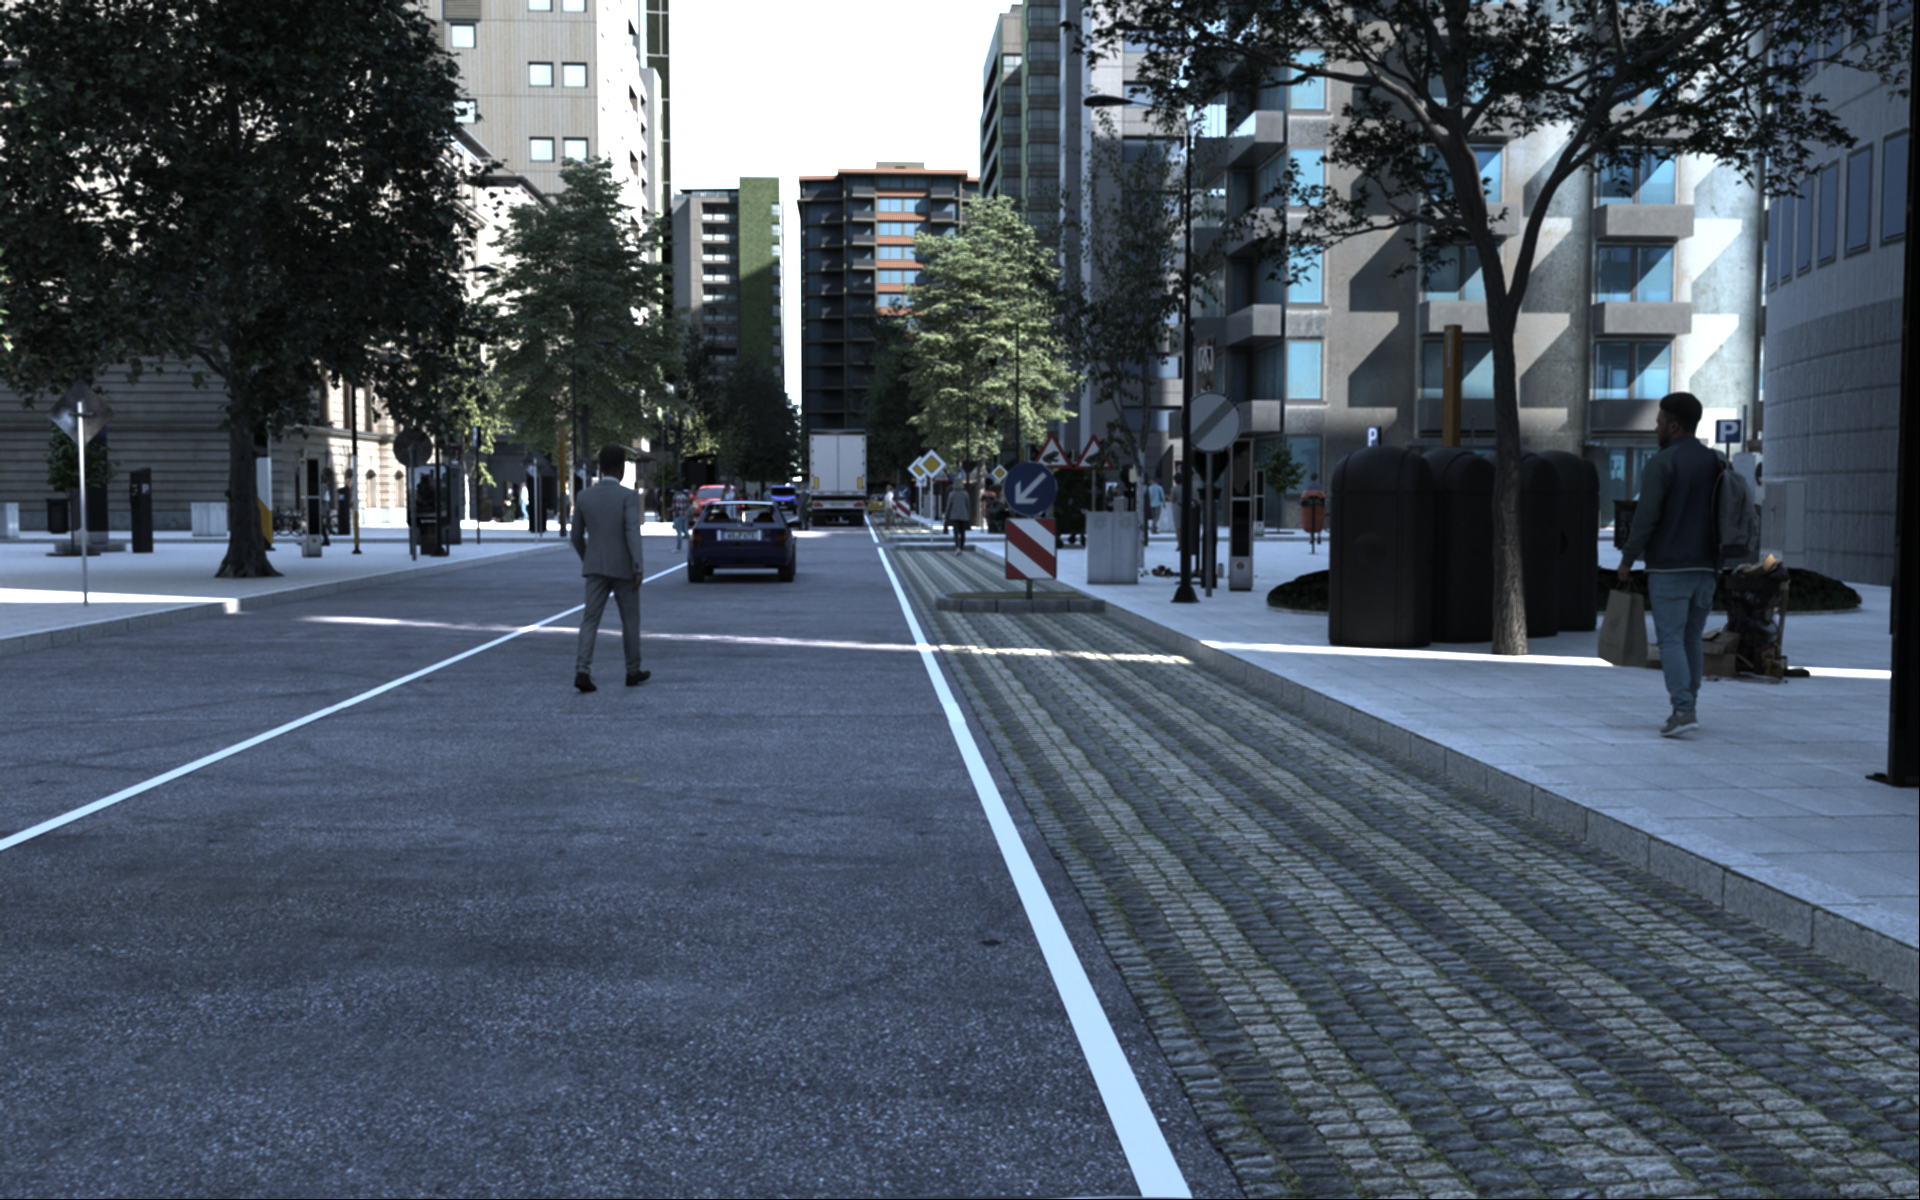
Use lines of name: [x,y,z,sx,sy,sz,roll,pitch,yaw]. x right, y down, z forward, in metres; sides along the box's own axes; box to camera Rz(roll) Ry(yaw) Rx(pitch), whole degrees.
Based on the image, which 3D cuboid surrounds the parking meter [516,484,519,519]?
parking meter: [-22.620,-5.030,87.950,0.399,1.863,0.255,1,4,18]

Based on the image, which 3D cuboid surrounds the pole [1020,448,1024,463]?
pole: [2.718,-5.037,76.205,0.158,3.312,0.155,0,3,0]

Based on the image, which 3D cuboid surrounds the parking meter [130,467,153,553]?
parking meter: [-17.868,-1.962,37.794,0.255,1.863,0.399,1,4,22]

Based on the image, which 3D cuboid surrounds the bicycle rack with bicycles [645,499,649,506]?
bicycle rack with bicycles: [-22.936,-6.574,120.865,2.852,0.926,2.925,0,4,-4]

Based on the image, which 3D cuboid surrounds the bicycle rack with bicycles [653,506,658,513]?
bicycle rack with bicycles: [-19.391,-6.382,117.731,2.925,0.926,2.852,-1,4,-15]

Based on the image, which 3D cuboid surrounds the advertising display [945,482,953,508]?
advertising display: [-0.501,-4.555,79.686,0.123,1.923,0.974,-1,4,-14]

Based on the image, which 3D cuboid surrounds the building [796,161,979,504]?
building: [-8.654,-35.218,230.440,28.867,44.769,22.147,0,4,-3]

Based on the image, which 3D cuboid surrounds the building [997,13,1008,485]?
building: [10.109,-28.643,151.904,14.154,41.232,14.086,0,4,-3]

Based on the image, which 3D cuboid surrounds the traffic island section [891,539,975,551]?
traffic island section: [-0.686,-1.368,44.644,2.009,0.180,2.903,0,4,-3]

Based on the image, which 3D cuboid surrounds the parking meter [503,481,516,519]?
parking meter: [-20.530,-4.466,78.726,0.255,1.863,0.399,2,4,27]

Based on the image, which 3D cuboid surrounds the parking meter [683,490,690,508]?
parking meter: [-15.217,-5.372,96.240,0.372,1.533,0.369,0,3,0]

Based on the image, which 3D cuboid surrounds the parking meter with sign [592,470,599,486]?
parking meter with sign: [-16.532,-5.051,78.849,1.738,3.016,0.543,-2,4,-30]

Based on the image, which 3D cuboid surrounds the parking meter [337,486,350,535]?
parking meter: [-19.308,-2.804,54.249,0.372,1.533,0.369,0,3,0]

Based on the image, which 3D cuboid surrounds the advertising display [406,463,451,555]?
advertising display: [-11.206,-1.915,36.522,0.974,1.923,0.123,1,4,13]

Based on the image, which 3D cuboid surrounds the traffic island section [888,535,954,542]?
traffic island section: [-1.167,-1.855,52.615,2.009,0.180,2.903,0,4,-3]

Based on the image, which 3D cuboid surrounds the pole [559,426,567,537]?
pole: [-11.845,-3.535,51.637,0.158,3.312,0.155,0,3,0]

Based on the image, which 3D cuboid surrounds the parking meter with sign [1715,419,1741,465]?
parking meter with sign: [17.681,-2.664,39.810,0.543,3.016,1.738,1,4,20]

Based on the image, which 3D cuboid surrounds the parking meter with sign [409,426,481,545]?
parking meter with sign: [-13.082,-2.918,43.964,1.738,3.016,0.543,-2,4,-28]

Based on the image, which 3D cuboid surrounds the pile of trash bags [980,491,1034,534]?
pile of trash bags: [1.632,-2.873,56.722,1.912,1.369,3.447,-2,4,-29]

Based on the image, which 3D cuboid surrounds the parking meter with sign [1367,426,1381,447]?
parking meter with sign: [11.448,-2.980,44.977,1.738,3.016,0.543,-1,4,-19]

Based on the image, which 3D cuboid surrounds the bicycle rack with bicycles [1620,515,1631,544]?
bicycle rack with bicycles: [17.802,-1.791,42.665,2.852,0.926,2.925,0,4,2]

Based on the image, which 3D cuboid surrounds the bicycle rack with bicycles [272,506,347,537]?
bicycle rack with bicycles: [-20.425,-2.394,52.531,2.925,0.926,2.852,0,4,-2]

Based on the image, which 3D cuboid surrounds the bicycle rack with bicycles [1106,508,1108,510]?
bicycle rack with bicycles: [8.177,-4.783,91.584,2.852,0.926,2.925,3,4,38]

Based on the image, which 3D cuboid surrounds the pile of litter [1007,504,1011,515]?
pile of litter: [2.579,-4.892,93.950,1.719,0.858,1.176,-1,4,-9]

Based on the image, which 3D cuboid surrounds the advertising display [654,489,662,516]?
advertising display: [-17.490,-5.898,101.646,0.123,1.923,0.974,-3,5,-40]

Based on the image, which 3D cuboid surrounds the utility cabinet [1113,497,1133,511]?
utility cabinet: [4.121,-1.982,43.567,0.306,1.237,1.020,-1,4,-10]

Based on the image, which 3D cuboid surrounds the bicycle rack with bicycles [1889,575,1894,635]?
bicycle rack with bicycles: [9.665,-0.118,15.318,2.852,0.926,2.925,-1,4,-12]

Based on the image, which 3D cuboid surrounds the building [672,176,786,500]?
building: [-29.826,-33.105,224.864,14.086,41.232,14.154,0,4,-3]

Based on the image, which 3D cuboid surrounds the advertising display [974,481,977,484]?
advertising display: [0.794,-5.099,88.585,0.123,1.923,0.974,0,4,3]

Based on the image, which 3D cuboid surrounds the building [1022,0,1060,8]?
building: [11.699,-27.780,137.798,14.154,41.232,14.086,0,4,-3]

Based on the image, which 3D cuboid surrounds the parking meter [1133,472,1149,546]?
parking meter: [4.436,-2.252,42.530,0.255,1.863,0.399,2,4,35]

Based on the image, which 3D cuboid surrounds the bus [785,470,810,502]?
bus: [-16.769,-11.702,182.872,2.896,3.916,12.252,0,4,-3]

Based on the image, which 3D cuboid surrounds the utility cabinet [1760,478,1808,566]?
utility cabinet: [11.399,-0.939,24.025,0.318,1.500,1.173,1,4,11]

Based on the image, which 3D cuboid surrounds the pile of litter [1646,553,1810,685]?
pile of litter: [5.518,0.087,12.547,1.176,0.858,1.719,2,4,27]

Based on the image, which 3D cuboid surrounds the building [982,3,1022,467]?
building: [13.553,-33.396,169.730,21.300,48.544,21.600,0,4,-3]

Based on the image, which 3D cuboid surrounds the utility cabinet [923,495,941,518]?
utility cabinet: [-1.453,-4.931,91.784,1.020,1.237,0.306,2,4,34]

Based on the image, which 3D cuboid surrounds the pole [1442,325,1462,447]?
pole: [5.948,-1.660,20.991,0.158,3.312,0.155,0,3,0]

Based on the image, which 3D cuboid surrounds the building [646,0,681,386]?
building: [-47.708,-48.186,226.086,20.611,71.187,20.563,0,4,-3]

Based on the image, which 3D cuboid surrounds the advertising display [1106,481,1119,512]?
advertising display: [7.768,-5.124,88.985,0.123,1.923,0.974,-3,5,-44]

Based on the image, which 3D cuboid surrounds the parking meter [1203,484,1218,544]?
parking meter: [6.368,-2.183,44.099,0.372,1.533,0.369,0,3,0]

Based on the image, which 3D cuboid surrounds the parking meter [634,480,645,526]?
parking meter: [-12.980,-3.936,70.058,0.399,1.863,0.255,-3,5,-44]

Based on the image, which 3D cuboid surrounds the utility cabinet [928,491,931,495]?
utility cabinet: [-2.341,-7.191,126.256,1.173,1.500,0.318,1,4,18]

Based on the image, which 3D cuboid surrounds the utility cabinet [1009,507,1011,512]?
utility cabinet: [2.839,-6.022,109.616,0.306,1.237,1.020,-3,5,-41]

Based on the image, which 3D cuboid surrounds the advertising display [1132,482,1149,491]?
advertising display: [8.976,-4.968,86.442,0.974,1.923,0.123,2,4,35]

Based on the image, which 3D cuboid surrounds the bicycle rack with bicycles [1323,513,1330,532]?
bicycle rack with bicycles: [13.589,-2.736,58.122,2.925,0.926,2.852,0,4,-5]

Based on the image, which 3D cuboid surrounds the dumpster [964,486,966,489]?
dumpster: [-0.125,-6.091,105.345,1.264,1.857,1.865,0,4,-4]

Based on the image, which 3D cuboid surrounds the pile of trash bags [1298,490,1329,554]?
pile of trash bags: [8.977,-1.666,36.992,3.447,1.369,1.912,1,4,10]
